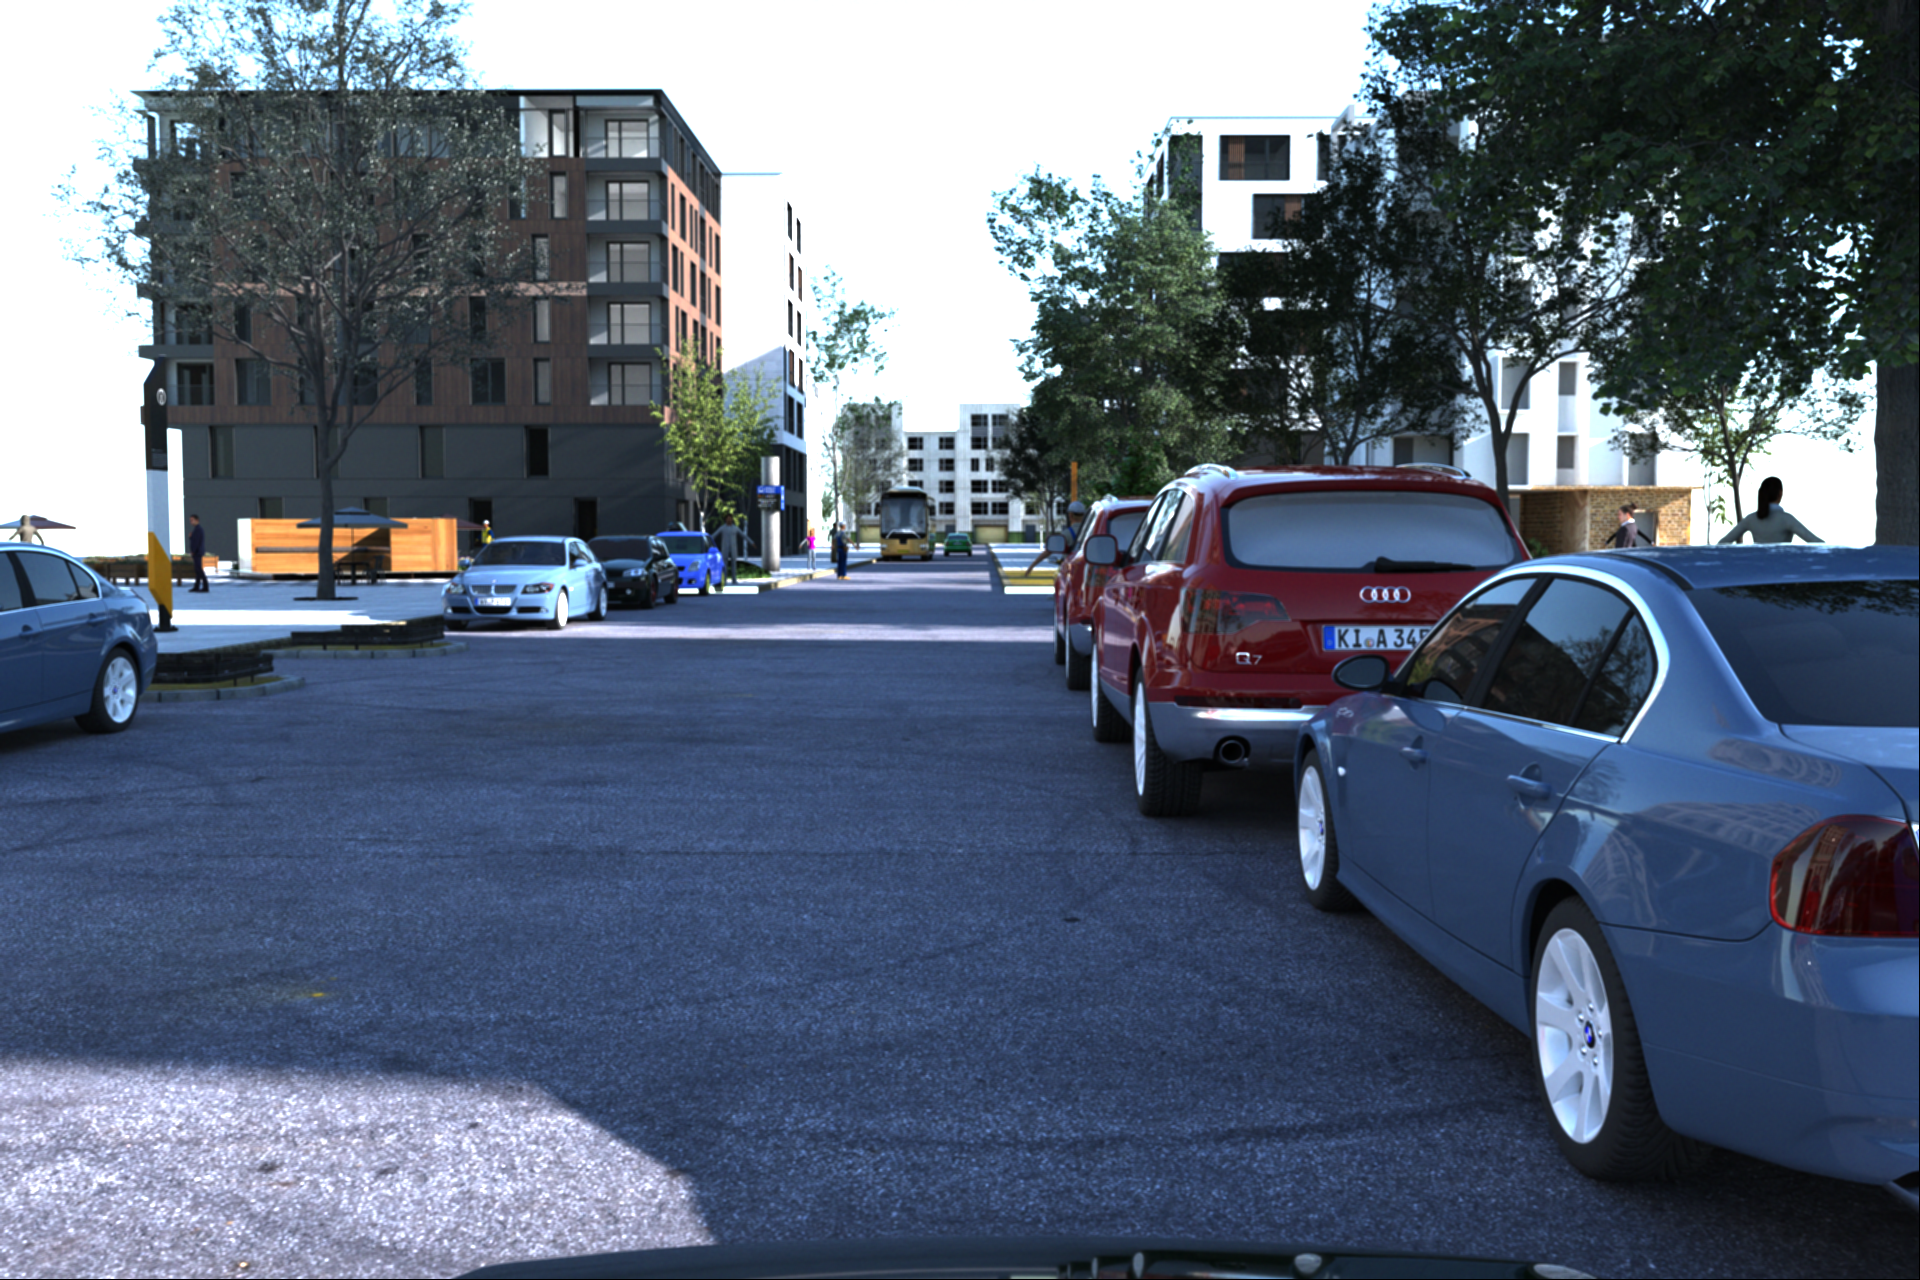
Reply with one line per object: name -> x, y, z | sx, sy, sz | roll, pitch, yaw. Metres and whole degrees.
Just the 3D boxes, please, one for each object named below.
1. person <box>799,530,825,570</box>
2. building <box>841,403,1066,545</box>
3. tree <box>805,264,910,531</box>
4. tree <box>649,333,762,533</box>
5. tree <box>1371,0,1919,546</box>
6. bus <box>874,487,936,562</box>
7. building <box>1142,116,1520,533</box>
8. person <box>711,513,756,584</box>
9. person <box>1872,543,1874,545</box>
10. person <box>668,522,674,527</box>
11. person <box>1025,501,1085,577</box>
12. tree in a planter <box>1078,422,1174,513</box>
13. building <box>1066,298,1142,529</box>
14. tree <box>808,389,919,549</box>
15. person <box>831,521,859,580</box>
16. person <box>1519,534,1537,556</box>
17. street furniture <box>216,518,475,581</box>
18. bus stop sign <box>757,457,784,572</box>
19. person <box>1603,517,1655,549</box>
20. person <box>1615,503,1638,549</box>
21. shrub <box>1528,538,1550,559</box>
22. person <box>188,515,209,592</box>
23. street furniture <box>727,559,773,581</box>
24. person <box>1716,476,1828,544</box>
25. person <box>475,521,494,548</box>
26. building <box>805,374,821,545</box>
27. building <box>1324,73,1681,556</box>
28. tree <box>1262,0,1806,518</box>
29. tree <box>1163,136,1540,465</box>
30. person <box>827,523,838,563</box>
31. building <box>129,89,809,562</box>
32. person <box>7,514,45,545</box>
person -> -5.273, -3.208, 61.721 | 0.991, 1.433, 0.599 | -2, 4, -26
building -> 0.435, -22.692, 239.934 | 31.486, 18.905, 16.747 | 0, 4, 5
tree -> -9.818, -16.421, 124.371 | 12.611, 20.169, 13.585 | 0, 3, 0
tree -> -9.370, -6.905, 63.258 | 4.737, 8.622, 4.395 | 0, 3, 0
tree -> 8.297, -6.615, 14.813 | 9.857, 13.997, 8.962 | 0, 3, 0
bus -> -2.770, -6.241, 93.582 | 2.896, 3.916, 12.252 | 0, 4, 1
building -> 24.326, -15.742, 101.356 | 27.936, 21.610, 32.646 | 0, 4, 0
person -> -5.899, -2.333, 44.325 | 1.347, 1.806, 0.705 | -1, 4, -15
person -> 9.334, -0.644, 17.345 | 0.721, 1.737, 1.217 | 0, 4, -3
person -> -13.029, -4.420, 78.394 | 0.704, 1.817, 1.347 | -3, 4, -38
person -> 1.454, -0.830, 21.881 | 1.347, 1.847, 0.705 | -2, 4, -27
tree in a planter -> 2.803, -1.869, 27.778 | 1.991, 3.239, 1.994 | 0, 4, 2
building -> 24.046, -19.703, 166.116 | 27.936, 21.610, 32.646 | 0, 4, 1
tree -> -8.439, -14.357, 145.105 | 12.009, 13.543, 11.850 | 0, 3, 0
person -> -3.698, -2.837, 54.703 | 0.705, 1.847, 1.347 | -3, 5, -42
person -> 9.033, -1.360, 29.011 | 1.217, 1.736, 0.721 | 2, 4, 28
street furniture -> -17.279, -2.783, 52.357 | 9.812, 1.723, 11.010 | -2, 4, -33
bus stop sign -> -6.466, -4.285, 59.083 | 0.837, 3.901, 0.837 | 0, 4, 0
person -> 16.352, -2.177, 42.323 | 1.216, 1.740, 0.721 | 2, 4, 30
person -> 9.464, -1.097, 24.784 | 0.445, 1.727, 0.742 | 0, 4, 8
shrub -> 15.762, -2.243, 47.792 | 1.383, 1.207, 1.383 | 0, 3, 0
person -> -16.818, -1.910, 38.193 | 0.530, 1.710, 0.541 | 0, 4, -7
street furniture -> -8.449, -2.250, 52.411 | 5.734, 0.657, 10.072 | 0, 4, -5
person -> 6.369, -0.410, 13.539 | 0.721, 1.735, 1.217 | -3, 5, -40
person -> -19.363, -3.959, 70.706 | 1.349, 1.833, 0.705 | 3, 5, 43
building -> -22.620, -21.336, 205.266 | 16.016, 20.090, 11.380 | 0, 4, 0
building -> 21.763, -13.528, 77.600 | 16.016, 20.090, 11.380 | 0, 4, 1
tree -> 8.732, -5.680, 27.282 | 8.767, 10.594, 7.601 | 1, 4, 20
tree -> 9.026, -6.528, 41.142 | 8.767, 10.594, 7.601 | -1, 4, -12
person -> -5.583, -4.345, 77.320 | 0.705, 1.796, 1.348 | -3, 4, -38
building -> -24.000, -15.431, 96.265 | 27.936, 21.610, 32.646 | 0, 4, 1
person -> -24.818, -2.438, 45.995 | 0.705, 1.813, 1.348 | 1, 4, 20
